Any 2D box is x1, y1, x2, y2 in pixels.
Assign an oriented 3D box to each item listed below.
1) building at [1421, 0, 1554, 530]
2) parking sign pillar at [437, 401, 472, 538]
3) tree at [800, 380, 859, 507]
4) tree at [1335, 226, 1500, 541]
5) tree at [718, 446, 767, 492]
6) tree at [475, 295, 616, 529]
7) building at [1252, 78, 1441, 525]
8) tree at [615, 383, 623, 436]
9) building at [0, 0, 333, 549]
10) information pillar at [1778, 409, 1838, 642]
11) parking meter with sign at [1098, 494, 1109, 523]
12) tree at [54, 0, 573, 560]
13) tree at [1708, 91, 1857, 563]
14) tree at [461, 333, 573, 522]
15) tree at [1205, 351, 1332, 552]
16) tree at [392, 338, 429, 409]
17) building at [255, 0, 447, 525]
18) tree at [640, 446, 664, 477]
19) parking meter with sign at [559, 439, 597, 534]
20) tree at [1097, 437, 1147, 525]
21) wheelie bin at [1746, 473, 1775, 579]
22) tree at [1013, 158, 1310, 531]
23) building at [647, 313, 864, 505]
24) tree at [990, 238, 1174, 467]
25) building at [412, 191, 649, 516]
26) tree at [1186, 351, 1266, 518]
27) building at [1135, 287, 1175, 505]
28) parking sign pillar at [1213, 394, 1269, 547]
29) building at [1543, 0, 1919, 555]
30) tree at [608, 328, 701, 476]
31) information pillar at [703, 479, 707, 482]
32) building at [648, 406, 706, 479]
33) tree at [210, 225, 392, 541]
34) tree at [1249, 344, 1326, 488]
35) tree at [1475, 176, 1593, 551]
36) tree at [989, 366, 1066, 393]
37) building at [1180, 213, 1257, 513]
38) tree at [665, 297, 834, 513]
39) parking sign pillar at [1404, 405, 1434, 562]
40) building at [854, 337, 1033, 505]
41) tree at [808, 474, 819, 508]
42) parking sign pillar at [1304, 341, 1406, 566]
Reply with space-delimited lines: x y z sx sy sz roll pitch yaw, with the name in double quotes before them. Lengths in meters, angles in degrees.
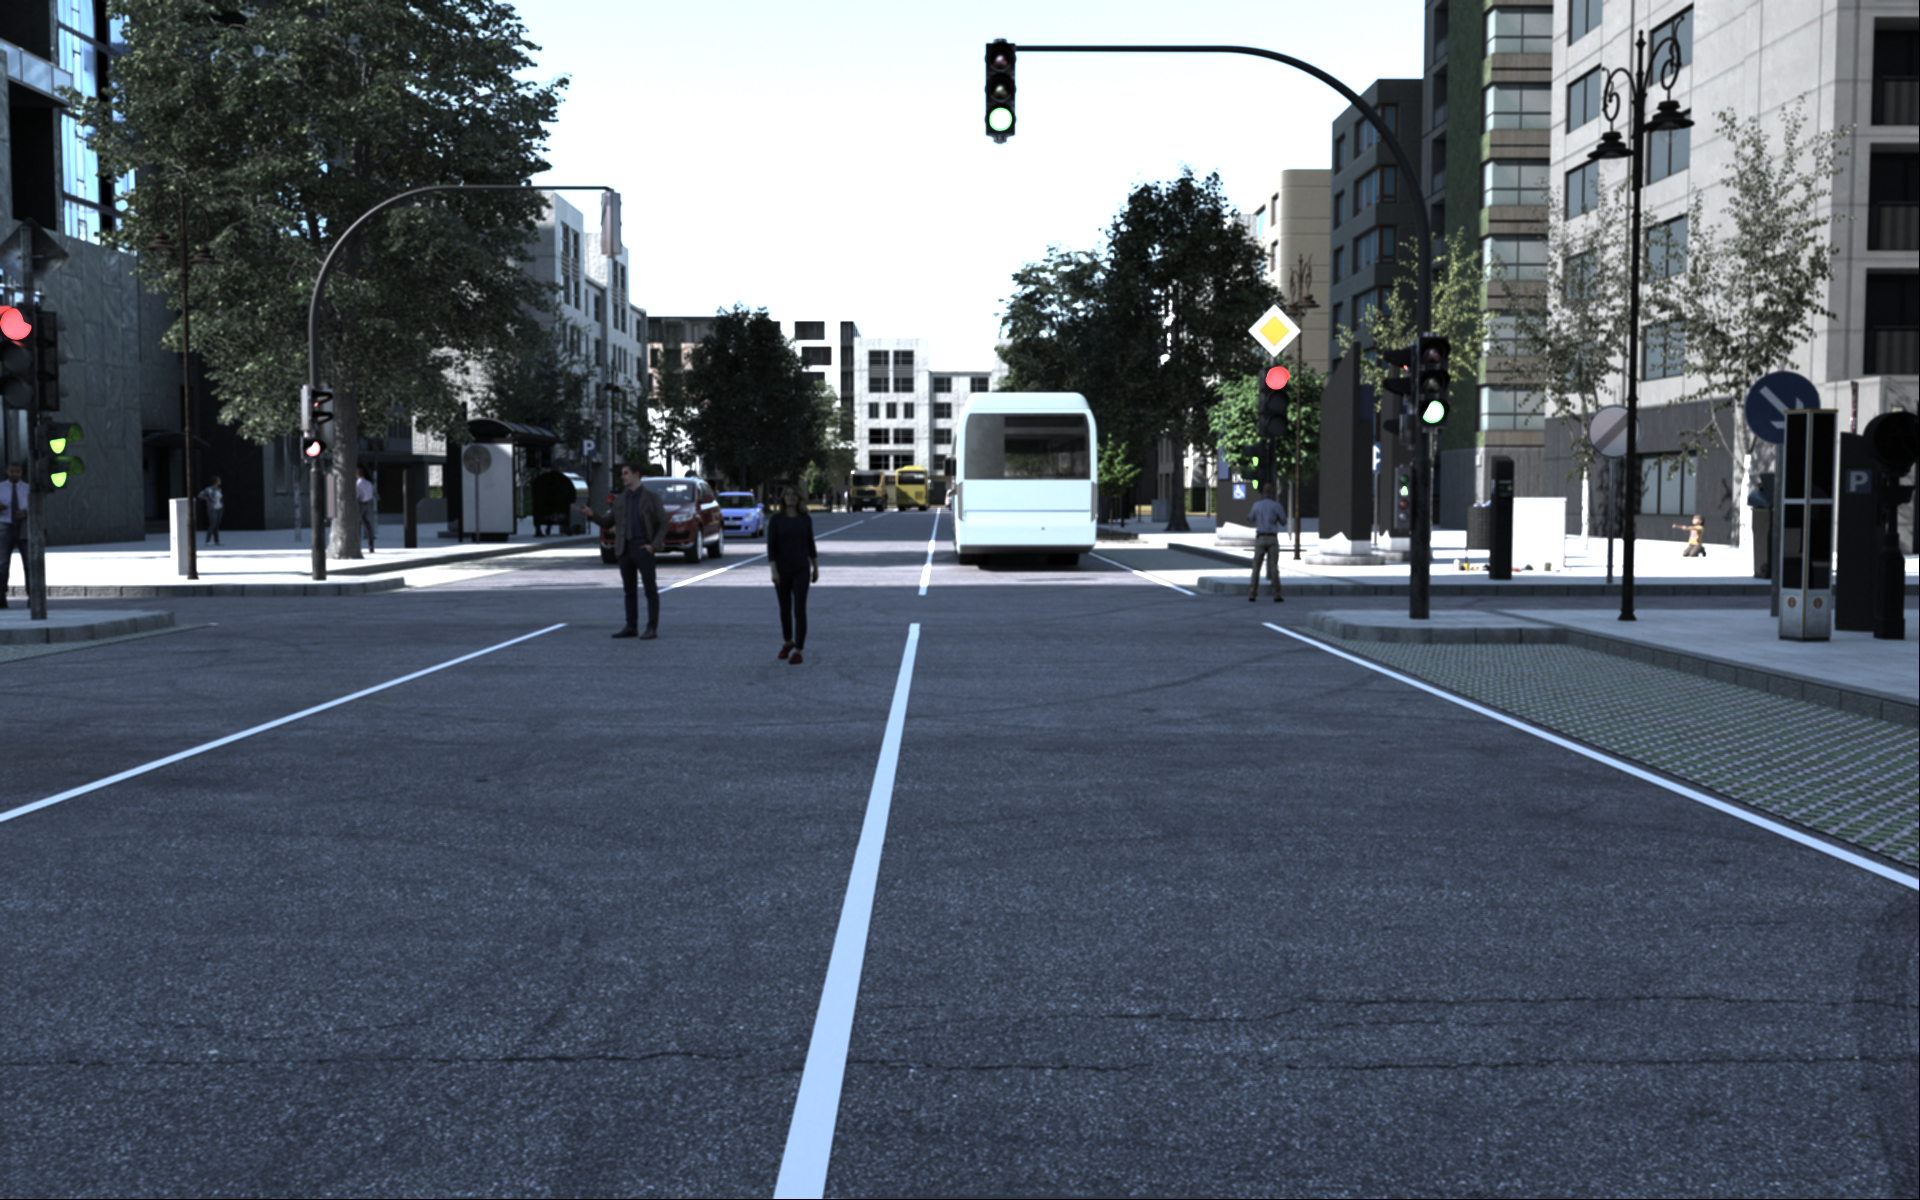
"building" 24.768 -23.308 64.673 14.154 41.232 14.086 0 4 -1
"parking sign pillar" -14.707 -3.831 51.104 1.447 3.967 1.447 -3 4 -38
"tree" -13.813 -15.515 171.795 7.486 12.596 7.792 0 3 0
"tree" 12.780 -5.953 47.696 4.737 8.622 4.395 0 3 0
"tree" -13.524 -7.677 109.237 4.285 4.588 4.351 0 3 0
"tree" -15.264 -6.911 63.354 4.360 8.622 3.978 0 3 0
"building" 31.000 -14.792 86.883 27.650 21.520 28.899 0 4 -1
"tree" -19.192 -8.319 86.373 4.360 8.622 3.978 0 3 0
"building" -33.414 -45.062 49.433 22.319 86.520 31.000 0 4 -1
"information pillar" 7.396 -0.649 15.111 0.304 2.012 0.304 -1 4 -17
"parking meter with sign" 6.262 -4.975 77.602 0.543 3.016 1.738 -1 4 -13
"tree" -12.154 -7.778 33.822 9.857 13.997 8.962 0 3 0
"tree" 14.637 -5.016 32.377 4.360 8.622 3.978 0 3 0
"tree" -20.176 -7.956 80.439 4.737 8.622 4.395 0 3 0
"tree" 7.190 -3.376 38.911 4.285 4.588 4.351 0 3 0
"tree" -18.766 -6.380 54.670 4.360 8.622 3.978 0 3 0
"building" -39.359 -23.681 79.064 32.217 40.220 23.993 0 4 -1
"tree" -12.841 -4.588 69.616 1.663 3.219 1.824 0 3 0
"parking meter with sign" -12.335 -3.630 55.604 0.543 3.016 1.738 -3 5 -41
"tree" 6.475 -5.496 73.578 4.285 4.588 4.351 0 3 0
"wheelie bin" 12.396 -1.123 26.272 0.980 1.594 0.693 0 4 -3
"tree" 7.583 -8.730 59.741 9.611 12.733 9.660 0 3 0
"building" -28.400 -22.341 209.248 32.646 21.610 27.936 0 4 -1
"tree" 5.956 -10.911 85.052 9.857 13.997 8.962 0 3 0
"building" -32.103 -15.314 116.838 16.747 18.905 31.486 0 4 -1
"tree" 12.512 -7.702 76.285 4.737 8.622 4.395 0 3 0
"building" 30.853 -18.731 150.222 27.936 21.610 32.646 0 4 -1
"parking sign pillar" 6.921 -3.289 42.252 1.447 3.967 1.447 3 5 41
"building" 29.302 -37.067 44.302 20.611 71.187 20.563 0 4 -1
"tree" -13.313 -7.751 77.090 4.737 8.622 4.395 0 3 0
"information pillar" -12.375 -4.832 83.496 0.304 2.012 0.304 -2 4 -34
"building" -38.329 -13.458 162.189 28.070 9.664 9.099 0 4 -1
"tree" -17.883 -5.874 46.407 4.360 8.622 3.978 0 3 0
"tree" 12.540 -7.316 69.985 4.360 8.622 3.978 0 3 0
"tree" 13.926 -5.422 39.004 4.360 8.622 3.978 0 3 0
"tree" 5.858 -12.761 134.400 9.928 11.665 9.643 0 3 0
"building" 25.252 -15.369 117.733 16.747 18.905 31.486 0 4 -1
"tree" -12.679 -11.237 100.726 9.611 12.733 9.660 0 3 0
"parking sign pillar" 8.412 -2.746 33.377 1.447 3.967 1.447 0 4 4
"building" 3.726 -20.622 203.629 31.486 18.905 16.747 0 4 -1
"tree" -13.996 -10.426 165.068 1.663 3.219 1.824 0 3 0
"parking sign pillar" 6.981 -2.622 31.339 1.447 3.967 1.447 -1 4 -14
